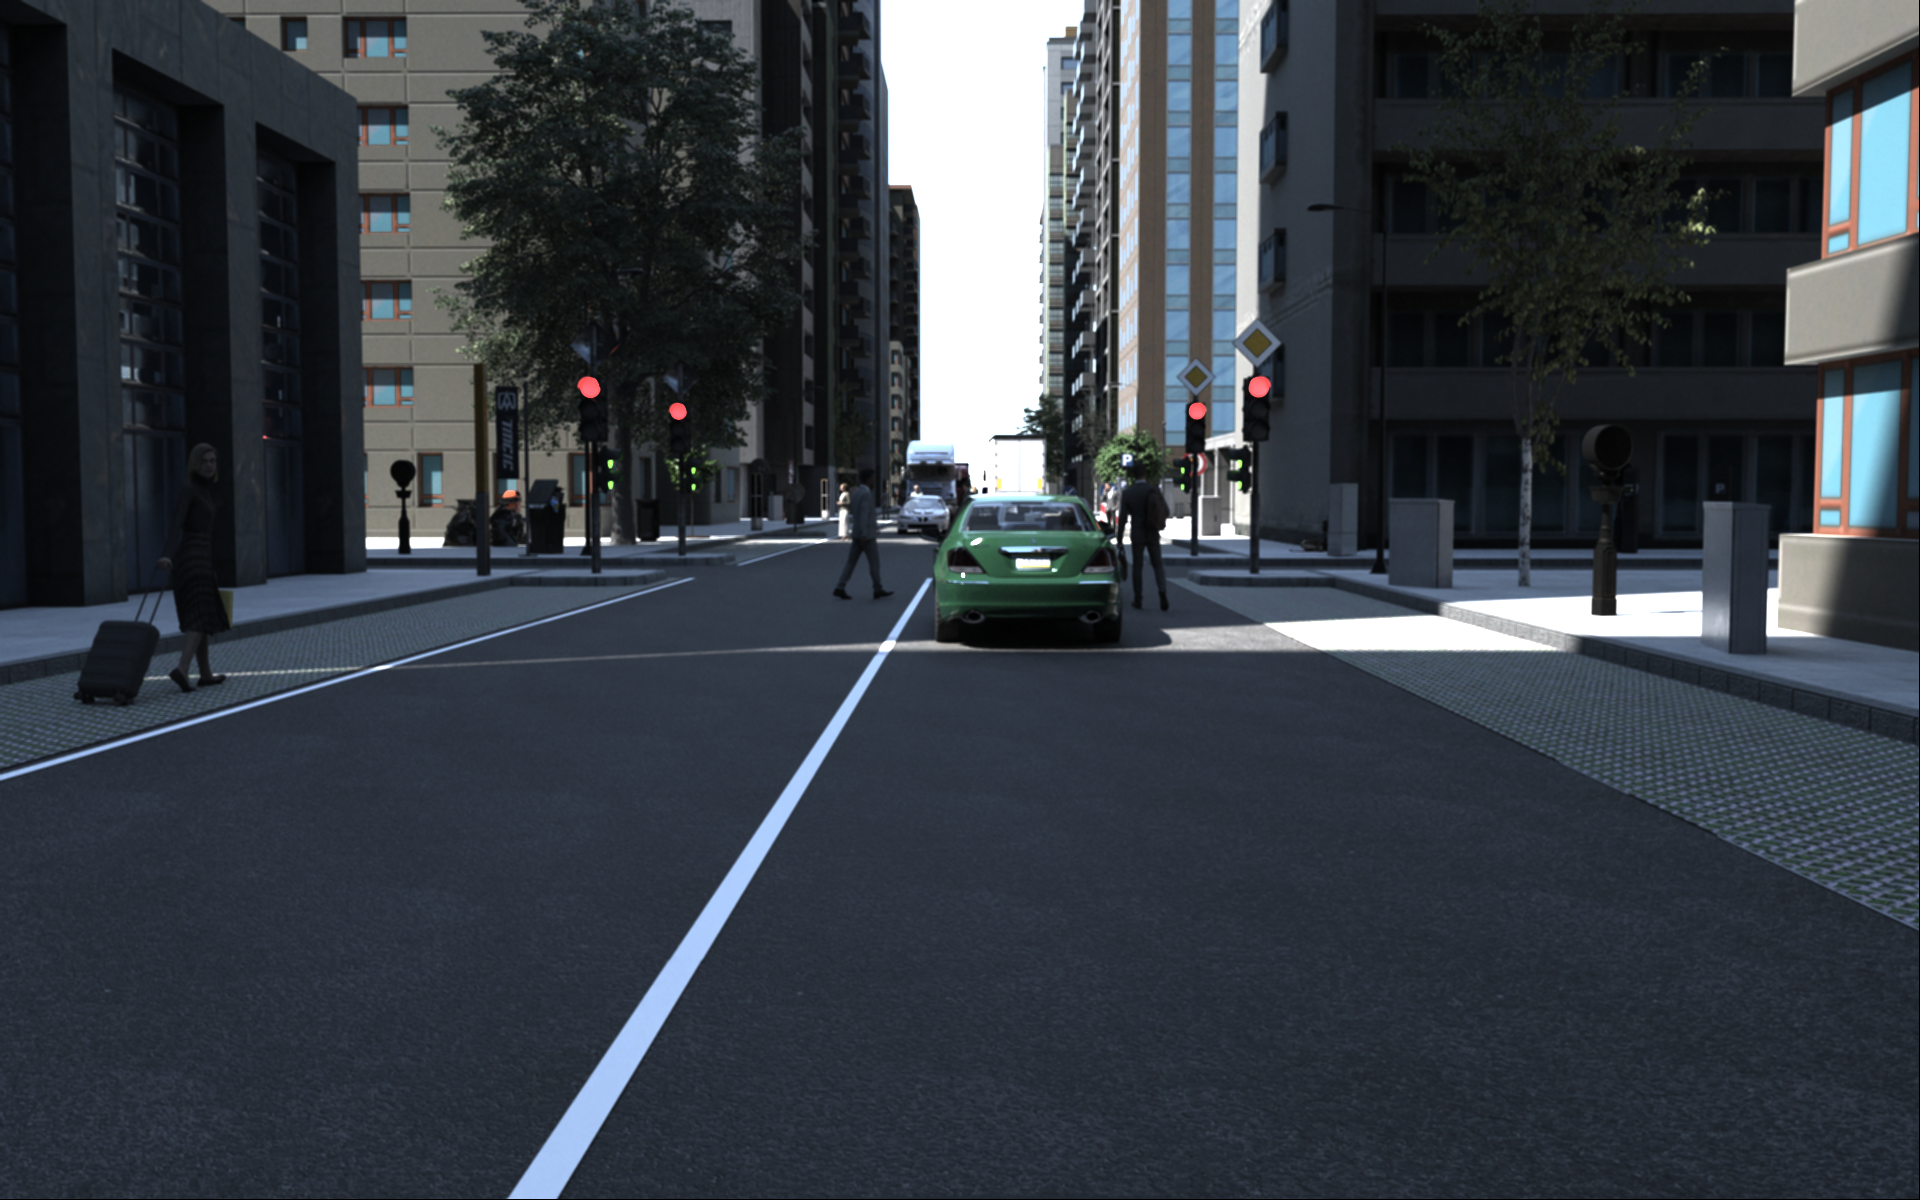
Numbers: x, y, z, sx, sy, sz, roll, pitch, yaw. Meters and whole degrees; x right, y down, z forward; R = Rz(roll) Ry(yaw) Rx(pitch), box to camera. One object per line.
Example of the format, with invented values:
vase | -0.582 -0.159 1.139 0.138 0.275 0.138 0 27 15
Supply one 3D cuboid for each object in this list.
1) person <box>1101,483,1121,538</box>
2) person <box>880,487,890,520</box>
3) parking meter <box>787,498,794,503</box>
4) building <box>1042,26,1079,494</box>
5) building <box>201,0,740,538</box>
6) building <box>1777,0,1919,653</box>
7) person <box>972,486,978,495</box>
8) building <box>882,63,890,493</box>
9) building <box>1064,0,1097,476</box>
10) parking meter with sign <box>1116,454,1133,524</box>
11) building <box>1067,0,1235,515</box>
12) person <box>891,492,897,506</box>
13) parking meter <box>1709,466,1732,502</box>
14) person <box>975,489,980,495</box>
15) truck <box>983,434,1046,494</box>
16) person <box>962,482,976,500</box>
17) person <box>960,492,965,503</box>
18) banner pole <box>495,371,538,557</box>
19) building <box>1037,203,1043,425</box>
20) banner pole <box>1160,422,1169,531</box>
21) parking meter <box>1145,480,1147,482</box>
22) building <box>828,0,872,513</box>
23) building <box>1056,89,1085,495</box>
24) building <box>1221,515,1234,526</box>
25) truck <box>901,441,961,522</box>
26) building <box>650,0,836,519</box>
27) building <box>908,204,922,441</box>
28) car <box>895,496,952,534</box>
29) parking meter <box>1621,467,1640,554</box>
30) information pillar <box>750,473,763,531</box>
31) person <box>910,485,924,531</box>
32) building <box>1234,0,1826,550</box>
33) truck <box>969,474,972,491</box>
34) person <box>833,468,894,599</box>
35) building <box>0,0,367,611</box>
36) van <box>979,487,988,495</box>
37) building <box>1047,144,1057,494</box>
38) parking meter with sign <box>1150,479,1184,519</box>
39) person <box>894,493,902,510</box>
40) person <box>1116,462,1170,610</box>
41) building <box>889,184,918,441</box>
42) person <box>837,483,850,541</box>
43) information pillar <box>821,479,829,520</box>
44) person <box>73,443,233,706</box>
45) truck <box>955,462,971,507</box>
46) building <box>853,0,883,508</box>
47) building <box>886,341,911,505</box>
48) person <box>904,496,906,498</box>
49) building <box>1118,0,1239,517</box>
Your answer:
person | 4.896 -2.905 56.185 0.592 1.802 0.473 3 5 41
person | -4.093 -5.241 94.374 0.511 1.800 0.466 1 4 11
parking meter | -8.030 -4.501 82.005 0.372 1.533 0.369 0 3 0
building | 21.231 -41.811 225.613 21.231 58.520 28.212 0 4 1
building | -24.103 -13.424 64.524 27.650 21.520 28.899 0 4 1
building | 21.424 -9.556 1.279 27.650 21.520 28.899 0 4 1
person | 0.873 -4.052 74.965 0.699 1.804 1.509 -3 4 -38
building | -14.411 -32.098 174.909 14.600 45.320 14.200 0 4 1
building | 21.641 -32.751 155.088 23.786 49.044 30.456 0 4 1
parking meter with sign | 7.105 -4.852 75.589 0.543 3.016 1.738 0 4 -7
building | 18.846 -42.245 128.963 20.563 71.187 20.611 0 4 1
person | -7.188 -11.255 193.341 1.217 1.723 0.721 3 4 36
parking meter | 16.081 -1.893 36.658 0.399 1.863 0.255 2 4 32
person | 1.027 -5.218 94.645 0.643 1.720 0.563 1 4 18
truck | 2.690 -5.966 86.462 2.839 4.237 11.283 0 4 -1
person | 0.277 -2.990 57.343 0.822 1.834 0.622 0 4 -1
person | 0.230 -8.541 149.617 0.415 1.643 0.593 2 4 32
banner pole | -9.105 -2.781 35.487 0.863 3.779 0.401 0 4 3
building | 22.621 -36.697 254.617 22.147 44.769 28.867 0 4 1
banner pole | 7.077 -4.298 60.283 0.401 3.779 0.863 0 4 4
parking meter | 7.793 -4.185 74.130 0.399 1.863 0.255 2 4 35
building | -17.903 -28.778 125.151 22.147 44.769 28.867 0 4 1
building | 17.568 -30.246 178.110 14.154 41.232 14.086 0 4 1
building | 21.009 -38.408 66.222 20.563 71.187 20.611 0 4 1
truck | -1.479 -6.363 93.799 2.967 4.110 18.799 0 4 0
building | -14.459 -19.759 94.762 14.160 30.474 14.107 0 4 1
building | -12.949 -37.300 259.959 14.600 45.320 14.200 0 4 1
car | -1.314 -3.121 63.395 2.083 1.381 4.827 0 3 0
parking meter | 14.484 -1.939 37.414 0.255 1.863 0.399 3 4 36
information pillar | -7.154 -3.451 60.916 0.304 2.012 0.304 -3 5 -41
person | -1.716 -3.523 66.592 0.782 1.767 0.515 0 4 1
building | 19.059 -25.981 48.487 21.600 48.544 21.300 0 4 1
truck | 0.325 -15.847 248.005 2.839 4.237 11.283 0 4 0
person | -1.332 -0.910 23.661 0.850 1.792 0.678 -2 4 -28
building | -25.471 -42.962 15.095 31.000 86.520 22.319 0 4 1
van | 2.601 -8.367 141.176 2.240 2.365 5.245 0 4 0
building | 17.284 -31.895 205.084 14.154 41.232 14.086 0 4 1
parking meter with sign | 10.511 -5.611 88.002 1.738 3.016 0.543 -1 4 -9
person | -4.864 -7.839 137.469 0.742 1.727 0.445 -2 4 -24
person | 2.280 -0.799 21.521 0.622 1.834 0.822 -1 4 -9
building | -17.167 -35.713 238.539 22.147 44.769 28.867 0 4 1
person | -3.579 -2.691 53.045 0.362 1.759 0.519 -2 4 -31
information pillar | -6.755 -5.044 86.965 0.304 2.012 0.304 1 4 20
person | -5.690 -0.221 12.339 0.699 1.804 1.509 1 4 19
truck | -0.392 -10.195 155.608 2.839 4.237 11.283 0 4 0
building | -18.188 -37.394 153.390 21.231 58.520 28.212 0 4 1
building | -20.439 -22.350 210.462 27.650 21.520 28.899 0 4 1
person | -3.968 -8.071 140.477 1.348 1.821 0.705 0 4 -4
building | 16.869 -27.649 102.177 14.600 45.320 14.200 0 4 1
